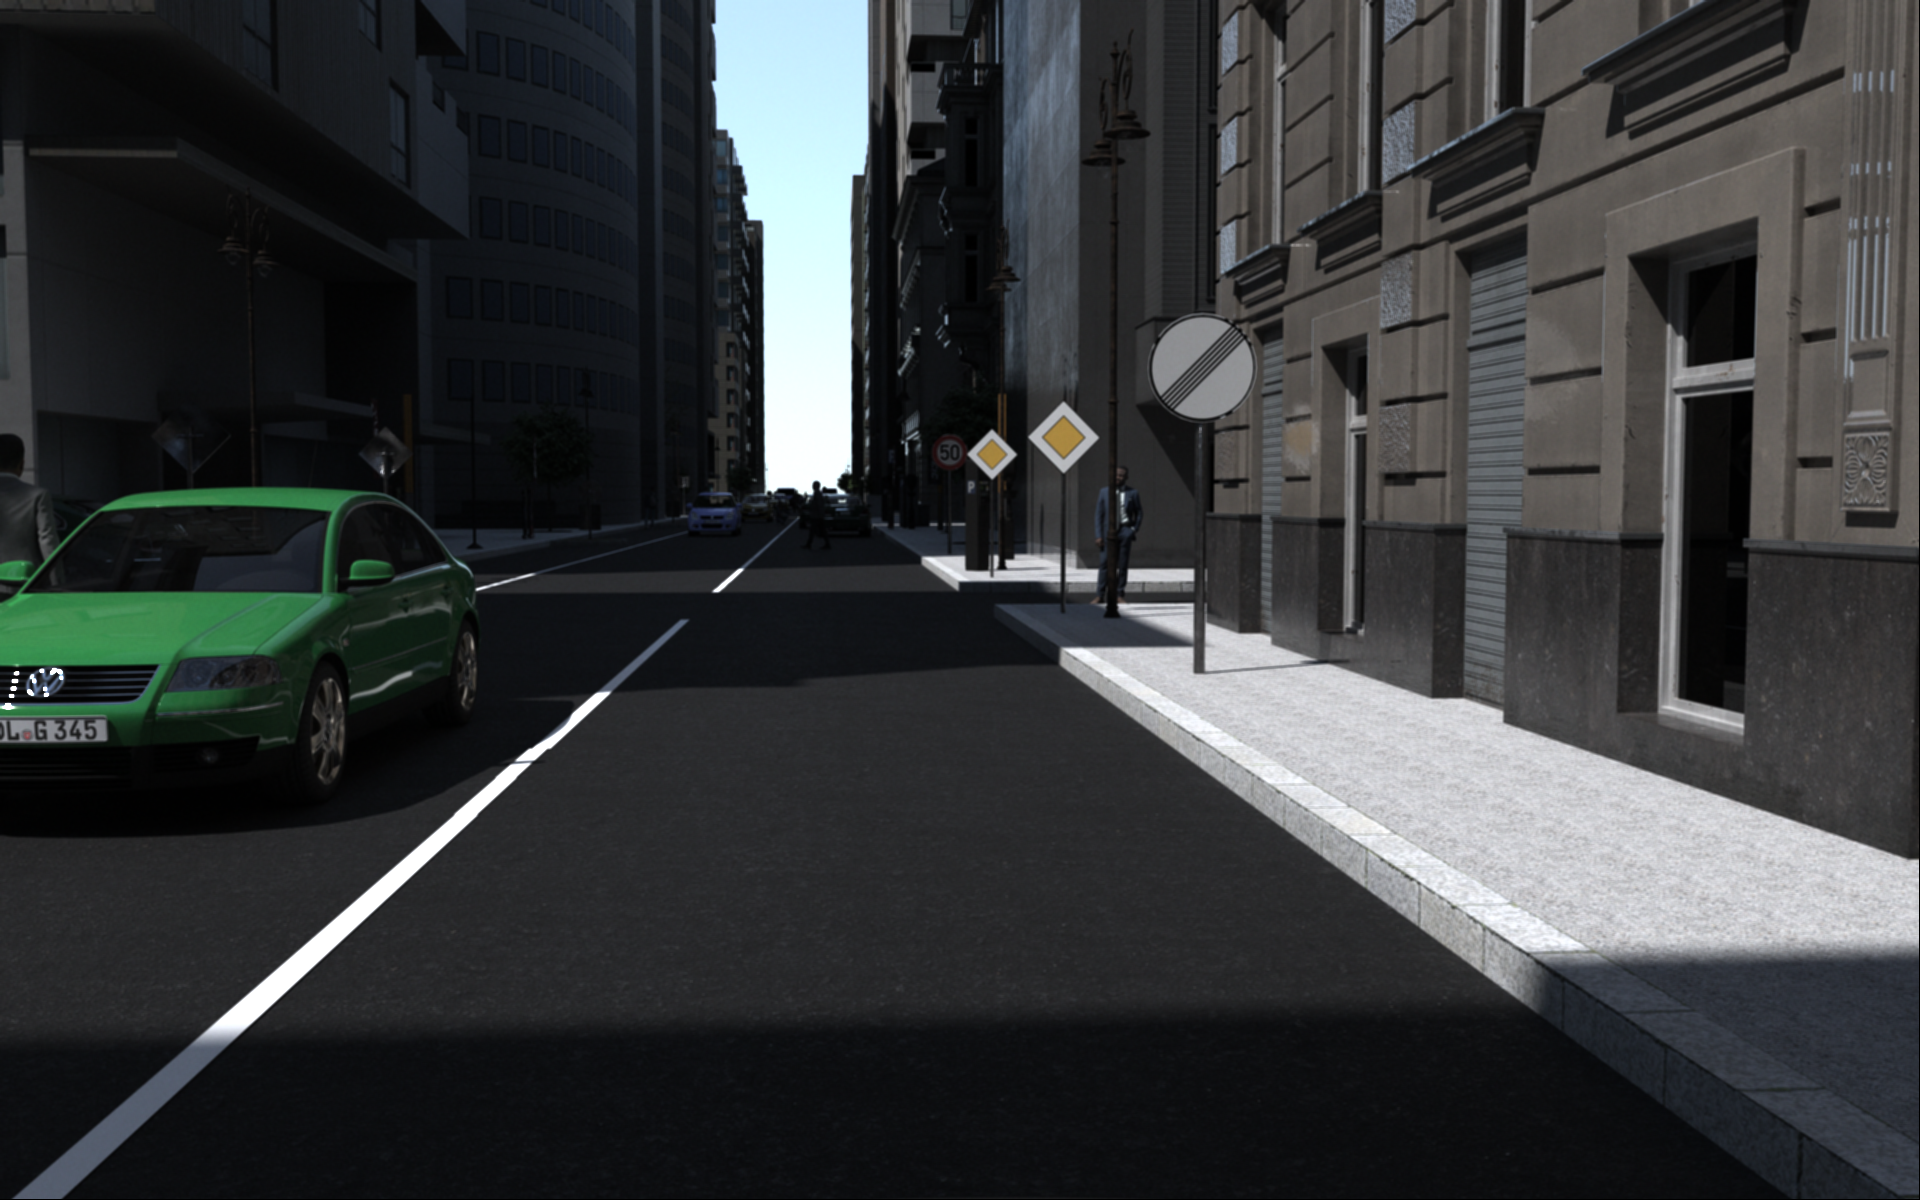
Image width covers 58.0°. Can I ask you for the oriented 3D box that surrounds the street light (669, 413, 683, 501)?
[{"bbox_3d":[-16.286,-7.699,98.669,0.468,5.910,1.993,0,4,-4],"label":"street light"}]

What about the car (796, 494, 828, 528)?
[{"bbox_3d":[-5.944,-3.808,74.063,2.131,1.459,4.920,0,4,-4],"label":"car"}]

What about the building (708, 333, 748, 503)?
[{"bbox_3d":[-38.970,-21.661,199.200,27.650,21.520,28.899,0,4,-4],"label":"building"}]

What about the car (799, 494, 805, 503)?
[{"bbox_3d":[-22.783,-14.212,244.364,2.014,1.417,4.499,0,4,-4],"label":"car"}]

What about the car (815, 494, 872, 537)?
[{"bbox_3d":[-4.047,-2.920,59.535,2.131,1.459,4.920,0,4,-6],"label":"car"}]

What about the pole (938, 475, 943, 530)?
[{"bbox_3d":[-0.686,-4.106,60.981,0.158,3.312,0.155,0,3,0],"label":"pole"}]

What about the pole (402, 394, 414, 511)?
[{"bbox_3d":[-11.293,-2.545,35.449,0.158,3.312,0.155,0,3,0],"label":"pole"}]

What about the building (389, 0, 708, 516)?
[{"bbox_3d":[-30.288,-35.807,127.441,21.231,58.520,28.212,0,4,-4],"label":"building"}]

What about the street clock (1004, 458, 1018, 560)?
[{"bbox_3d":[0.963,-1.790,33.841,0.358,2.002,0.471,0,4,6],"label":"street clock"}]

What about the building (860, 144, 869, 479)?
[{"bbox_3d":[-0.126,-36.109,209.988,23.786,49.044,30.456,0,4,-4],"label":"building"}]

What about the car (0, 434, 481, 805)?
[{"bbox_3d":[-3.868,-0.034,9.348,1.959,1.807,4.718,0,4,-3],"label":"car"}]

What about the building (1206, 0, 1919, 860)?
[{"bbox_3d":[9.015,-12.695,4.830,12.463,27.353,25.104,0,4,-4],"label":"building"}]

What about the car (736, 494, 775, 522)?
[{"bbox_3d":[-10.497,-4.810,88.873,2.015,1.641,3.980,0,4,-4],"label":"car"}]

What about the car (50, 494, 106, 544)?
[{"bbox_3d":[-12.281,-0.617,21.884,4.920,1.459,2.131,0,4,-5],"label":"car"}]

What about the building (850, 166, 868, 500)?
[{"bbox_3d":[-4.914,-38.313,250.120,21.300,48.544,21.600,0,4,-4],"label":"building"}]

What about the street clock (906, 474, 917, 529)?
[{"bbox_3d":[-1.774,-3.601,63.451,0.358,2.002,0.471,-2,4,-24],"label":"street clock"}]

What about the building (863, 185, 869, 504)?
[{"bbox_3d":[-5.978,-33.546,232.069,14.154,41.232,14.086,0,4,-4],"label":"building"}]

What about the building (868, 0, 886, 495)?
[{"bbox_3d":[1.911,-37.941,162.341,21.231,58.520,28.212,0,4,-4],"label":"building"}]

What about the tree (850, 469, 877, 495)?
[{"bbox_3d":[-6.415,-7.879,123.431,1.663,3.219,1.824,0,3,0],"label":"tree"}]

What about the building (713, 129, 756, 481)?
[{"bbox_3d":[-39.306,-37.213,228.045,23.786,49.044,30.456,0,4,-4],"label":"building"}]

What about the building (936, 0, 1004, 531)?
[{"bbox_3d":[6.430,-15.036,64.925,14.460,24.649,34.723,0,4,-4],"label":"building"}]

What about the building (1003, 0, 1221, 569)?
[{"bbox_3d":[16.438,-13.226,35.317,30.058,24.678,14.314,0,4,-4],"label":"building"}]

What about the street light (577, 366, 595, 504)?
[{"bbox_3d":[-13.437,-5.484,62.449,0.468,5.910,1.993,0,4,-4],"label":"street light"}]

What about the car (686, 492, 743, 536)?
[{"bbox_3d":[-8.472,-3.079,59.925,1.945,1.707,3.694,0,4,-5],"label":"car"}]

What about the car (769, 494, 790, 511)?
[{"bbox_3d":[-15.429,-8.373,147.119,2.015,1.641,3.980,0,4,-4],"label":"car"}]

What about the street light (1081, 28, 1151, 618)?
[{"bbox_3d":[1.581,-2.755,17.830,0.468,5.910,1.993,0,4,-4],"label":"street light"}]

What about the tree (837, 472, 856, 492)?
[{"bbox_3d":[-14.719,-14.997,228.915,4.285,4.588,4.351,0,3,0],"label":"tree"}]

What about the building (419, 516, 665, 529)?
[{"bbox_3d":[-24.650,-32.495,73.290,21.231,58.520,28.212,0,4,-4],"label":"building"}]

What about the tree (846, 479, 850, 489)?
[{"bbox_3d":[-12.445,-12.430,197.837,1.663,3.219,1.824,0,3,0],"label":"tree"}]

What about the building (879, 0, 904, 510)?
[{"bbox_3d":[0.662,-30.049,141.417,14.600,45.320,14.200,0,4,-4],"label":"building"}]

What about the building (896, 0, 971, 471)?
[{"bbox_3d":[9.451,-32.501,120.635,28.713,52.752,27.495,0,4,-4],"label":"building"}]

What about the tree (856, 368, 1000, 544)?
[{"bbox_3d":[0.448,-3.730,44.705,4.285,4.588,4.351,0,3,0],"label":"tree"}]

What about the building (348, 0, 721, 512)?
[{"bbox_3d":[-35.932,-34.633,155.491,28.713,52.752,27.495,0,4,-4],"label":"building"}]

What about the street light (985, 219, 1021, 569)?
[{"bbox_3d":[0.717,-3.464,29.421,0.468,5.910,1.993,0,4,-4],"label":"street light"}]

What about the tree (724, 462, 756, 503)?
[{"bbox_3d":[-22.534,-11.862,177.656,4.285,4.588,4.351,0,3,0],"label":"tree"}]

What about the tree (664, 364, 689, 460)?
[{"bbox_3d":[-16.660,-8.779,93.894,4.360,8.622,3.978,0,3,0],"label":"tree"}]

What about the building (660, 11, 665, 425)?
[{"bbox_3d":[-26.029,-27.941,106.944,14.600,45.320,14.200,0,4,-4],"label":"building"}]

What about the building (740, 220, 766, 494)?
[{"bbox_3d":[-35.628,-34.696,250.865,14.154,41.232,14.086,0,4,-4],"label":"building"}]

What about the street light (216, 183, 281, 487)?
[{"bbox_3d":[-10.684,-3.265,26.170,0.468,5.910,1.993,0,4,-4],"label":"street light"}]

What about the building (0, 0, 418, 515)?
[{"bbox_3d":[-26.738,-27.411,37.410,28.713,52.752,27.495,0,4,-4],"label":"building"}]

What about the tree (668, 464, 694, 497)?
[{"bbox_3d":[-17.425,-7.023,109.427,1.663,3.219,1.824,0,3,0],"label":"tree"}]

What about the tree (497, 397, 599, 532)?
[{"bbox_3d":[-13.969,-4.591,58.784,4.285,4.588,4.351,0,3,0],"label":"tree"}]

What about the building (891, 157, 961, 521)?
[{"bbox_3d":[1.997,-13.902,91.925,10.561,19.102,19.286,0,4,-4],"label":"building"}]

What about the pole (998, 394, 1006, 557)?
[{"bbox_3d":[0.860,-2.541,35.394,0.158,3.312,0.155,0,3,0],"label":"pole"}]
